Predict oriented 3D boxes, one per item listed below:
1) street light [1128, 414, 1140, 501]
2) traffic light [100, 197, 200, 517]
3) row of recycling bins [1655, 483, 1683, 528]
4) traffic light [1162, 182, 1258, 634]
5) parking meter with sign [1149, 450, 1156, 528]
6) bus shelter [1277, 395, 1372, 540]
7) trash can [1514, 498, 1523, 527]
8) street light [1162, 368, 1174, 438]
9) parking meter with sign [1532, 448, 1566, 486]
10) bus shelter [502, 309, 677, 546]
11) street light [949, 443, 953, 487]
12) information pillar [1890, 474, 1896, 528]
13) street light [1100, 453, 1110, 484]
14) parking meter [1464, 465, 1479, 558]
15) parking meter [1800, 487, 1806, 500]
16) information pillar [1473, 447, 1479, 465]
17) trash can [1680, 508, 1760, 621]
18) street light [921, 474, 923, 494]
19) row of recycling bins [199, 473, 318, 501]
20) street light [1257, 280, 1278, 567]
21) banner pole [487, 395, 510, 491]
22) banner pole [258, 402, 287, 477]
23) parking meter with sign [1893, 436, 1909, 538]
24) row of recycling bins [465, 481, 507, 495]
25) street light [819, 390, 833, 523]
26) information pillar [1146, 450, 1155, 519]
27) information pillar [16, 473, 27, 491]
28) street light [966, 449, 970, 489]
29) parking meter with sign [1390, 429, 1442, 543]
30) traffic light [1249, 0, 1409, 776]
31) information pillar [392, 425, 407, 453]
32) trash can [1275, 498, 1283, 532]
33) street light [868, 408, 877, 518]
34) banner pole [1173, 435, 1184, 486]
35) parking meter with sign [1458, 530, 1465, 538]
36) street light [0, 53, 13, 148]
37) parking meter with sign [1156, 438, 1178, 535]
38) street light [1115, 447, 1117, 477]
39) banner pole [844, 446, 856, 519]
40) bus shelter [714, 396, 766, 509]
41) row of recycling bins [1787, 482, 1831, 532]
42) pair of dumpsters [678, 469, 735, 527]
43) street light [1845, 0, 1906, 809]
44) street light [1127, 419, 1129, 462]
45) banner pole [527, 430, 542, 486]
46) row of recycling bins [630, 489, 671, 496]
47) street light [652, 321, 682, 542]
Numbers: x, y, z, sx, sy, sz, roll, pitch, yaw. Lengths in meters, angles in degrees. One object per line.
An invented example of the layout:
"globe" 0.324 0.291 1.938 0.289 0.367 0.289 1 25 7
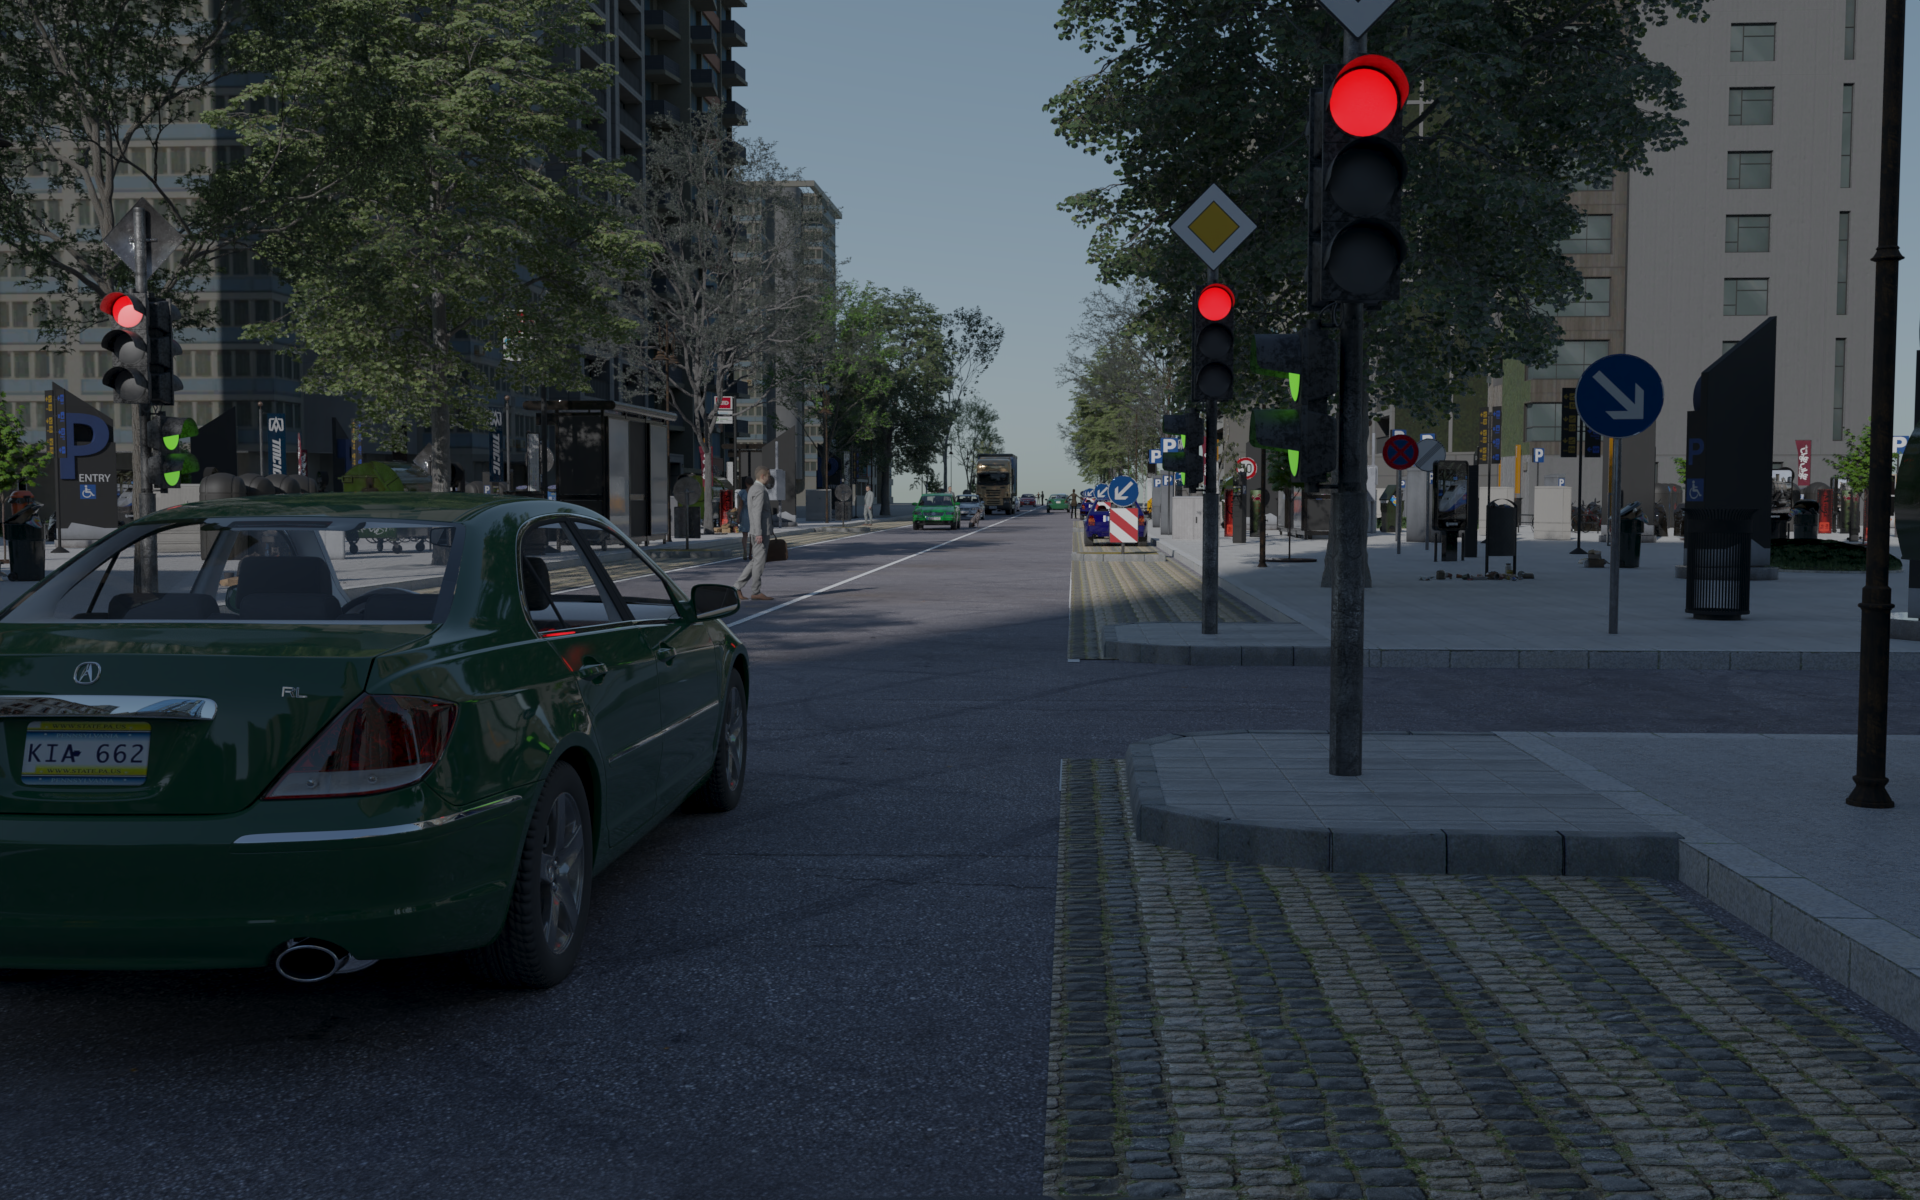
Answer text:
"street light" 9.192 -7.187 90.295 0.468 5.910 1.993 0 4 4
"traffic light" -7.715 -1.683 16.434 0.839 4.253 0.868 0 4 4
"row of recycling bins" 26.557 -3.570 65.484 1.069 1.692 3.534 2 4 33
"traffic light" 2.275 -1.643 15.792 0.839 4.253 0.868 0 4 4
"parking meter with sign" 7.621 -4.325 66.971 0.543 3.016 1.738 0 4 4
"bus shelter" 10.715 -4.586 52.612 2.179 5.291 8.768 0 4 4
"trash can" 21.379 -3.381 66.937 0.748 1.137 0.748 0 3 0
"street light" 7.215 -5.327 59.882 0.468 5.910 1.993 0 4 4
"parking meter with sign" 22.293 -4.202 64.964 0.543 3.016 1.738 -2 4 -28
"bus shelter" -8.635 -3.825 40.165 2.179 5.291 8.768 0 4 4
"street light" -0.781 -11.024 153.029 0.468 5.910 1.993 0 4 4
"information pillar" 34.895 -3.690 64.818 0.304 2.012 0.304 3 5 44
"street light" 15.926 -13.287 190.036 0.468 5.910 1.993 0 4 4
"parking meter" 10.372 -1.799 35.122 0.255 1.863 0.399 1 4 17
"parking meter" 29.685 -3.224 61.127 0.372 1.533 0.369 0 3 0
"information pillar" 25.500 -5.765 85.609 0.183 3.616 0.504 0 4 -7
"trash can" 7.776 -0.373 17.756 0.748 1.137 0.748 0 3 0
"street light" -2.703 -9.215 123.456 0.468 5.910 1.993 0 4 4
"row of recycling bins" -14.086 -1.709 35.062 1.069 1.692 3.534 1 4 9
"street light" 5.323 -3.518 30.307 0.468 5.910 1.993 0 4 4
"banner pole" -11.613 -3.294 43.872 0.401 3.779 0.863 2 4 34
"banner pole" -18.754 -3.495 47.155 0.863 3.779 0.401 -2 4 -28
"parking meter with sign" 27.834 -3.345 50.954 0.543 3.016 1.738 1 4 12
"row of recycling bins" -15.492 -2.928 54.982 3.534 1.692 1.069 3 4 38
"street light" -5.851 -6.316 76.046 0.468 5.910 1.993 0 4 4
"information pillar" 10.004 -6.057 90.394 0.504 3.616 0.183 1 4 10
"information pillar" -32.078 -3.348 59.239 0.304 2.012 0.304 -3 4 -36
"street light" 0.771 -12.439 176.169 0.468 5.910 1.993 0 4 4
"parking meter with sign" 12.304 -3.055 46.211 0.543 3.016 1.738 -2 4 -34
"traffic light" 1.748 -1.156 7.824 0.839 4.253 0.868 0 4 4
"information pillar" -18.108 -3.959 56.085 0.504 3.616 0.183 -1 4 -14
"trash can" 11.161 -2.917 59.351 0.748 1.137 0.748 0 3 0
"street light" -4.763 -7.365 93.208 0.468 5.910 1.993 0 4 4
"banner pole" 8.286 -4.633 65.770 0.401 3.779 0.863 -2 4 -35
"parking meter with sign" 14.207 -3.320 50.543 1.738 3.016 0.543 -2 4 -34
"street light" -9.836 -2.693 16.819 0.468 5.910 1.993 0 4 4
"parking meter with sign" 6.566 -3.572 54.656 0.543 3.016 1.738 0 4 5
"street light" 12.413 -10.046 137.037 0.468 5.910 1.993 0 4 4
"banner pole" -5.718 -6.065 89.181 0.401 3.779 0.863 3 4 37
"bus shelter" -8.786 -5.861 73.464 2.179 5.291 8.768 0 4 4
"row of recycling bins" 27.898 -3.194 59.340 3.534 1.692 1.069 1 4 20
"pair of dumpsters" -9.838 -3.933 66.803 1.574 2.255 4.437 0 4 4
"street light" 3.754 -2.090 6.966 0.468 5.910 1.993 0 4 4
"street light" 10.386 -8.196 106.793 0.468 5.910 1.993 0 4 4
"banner pole" -16.597 -4.749 67.670 0.863 3.779 0.401 -1 4 -22
"row of recycling bins" -11.074 -3.292 60.938 1.069 1.692 3.534 1 4 9
"street light" -7.819 -4.501 46.385 0.468 5.910 1.993 0 4 4
